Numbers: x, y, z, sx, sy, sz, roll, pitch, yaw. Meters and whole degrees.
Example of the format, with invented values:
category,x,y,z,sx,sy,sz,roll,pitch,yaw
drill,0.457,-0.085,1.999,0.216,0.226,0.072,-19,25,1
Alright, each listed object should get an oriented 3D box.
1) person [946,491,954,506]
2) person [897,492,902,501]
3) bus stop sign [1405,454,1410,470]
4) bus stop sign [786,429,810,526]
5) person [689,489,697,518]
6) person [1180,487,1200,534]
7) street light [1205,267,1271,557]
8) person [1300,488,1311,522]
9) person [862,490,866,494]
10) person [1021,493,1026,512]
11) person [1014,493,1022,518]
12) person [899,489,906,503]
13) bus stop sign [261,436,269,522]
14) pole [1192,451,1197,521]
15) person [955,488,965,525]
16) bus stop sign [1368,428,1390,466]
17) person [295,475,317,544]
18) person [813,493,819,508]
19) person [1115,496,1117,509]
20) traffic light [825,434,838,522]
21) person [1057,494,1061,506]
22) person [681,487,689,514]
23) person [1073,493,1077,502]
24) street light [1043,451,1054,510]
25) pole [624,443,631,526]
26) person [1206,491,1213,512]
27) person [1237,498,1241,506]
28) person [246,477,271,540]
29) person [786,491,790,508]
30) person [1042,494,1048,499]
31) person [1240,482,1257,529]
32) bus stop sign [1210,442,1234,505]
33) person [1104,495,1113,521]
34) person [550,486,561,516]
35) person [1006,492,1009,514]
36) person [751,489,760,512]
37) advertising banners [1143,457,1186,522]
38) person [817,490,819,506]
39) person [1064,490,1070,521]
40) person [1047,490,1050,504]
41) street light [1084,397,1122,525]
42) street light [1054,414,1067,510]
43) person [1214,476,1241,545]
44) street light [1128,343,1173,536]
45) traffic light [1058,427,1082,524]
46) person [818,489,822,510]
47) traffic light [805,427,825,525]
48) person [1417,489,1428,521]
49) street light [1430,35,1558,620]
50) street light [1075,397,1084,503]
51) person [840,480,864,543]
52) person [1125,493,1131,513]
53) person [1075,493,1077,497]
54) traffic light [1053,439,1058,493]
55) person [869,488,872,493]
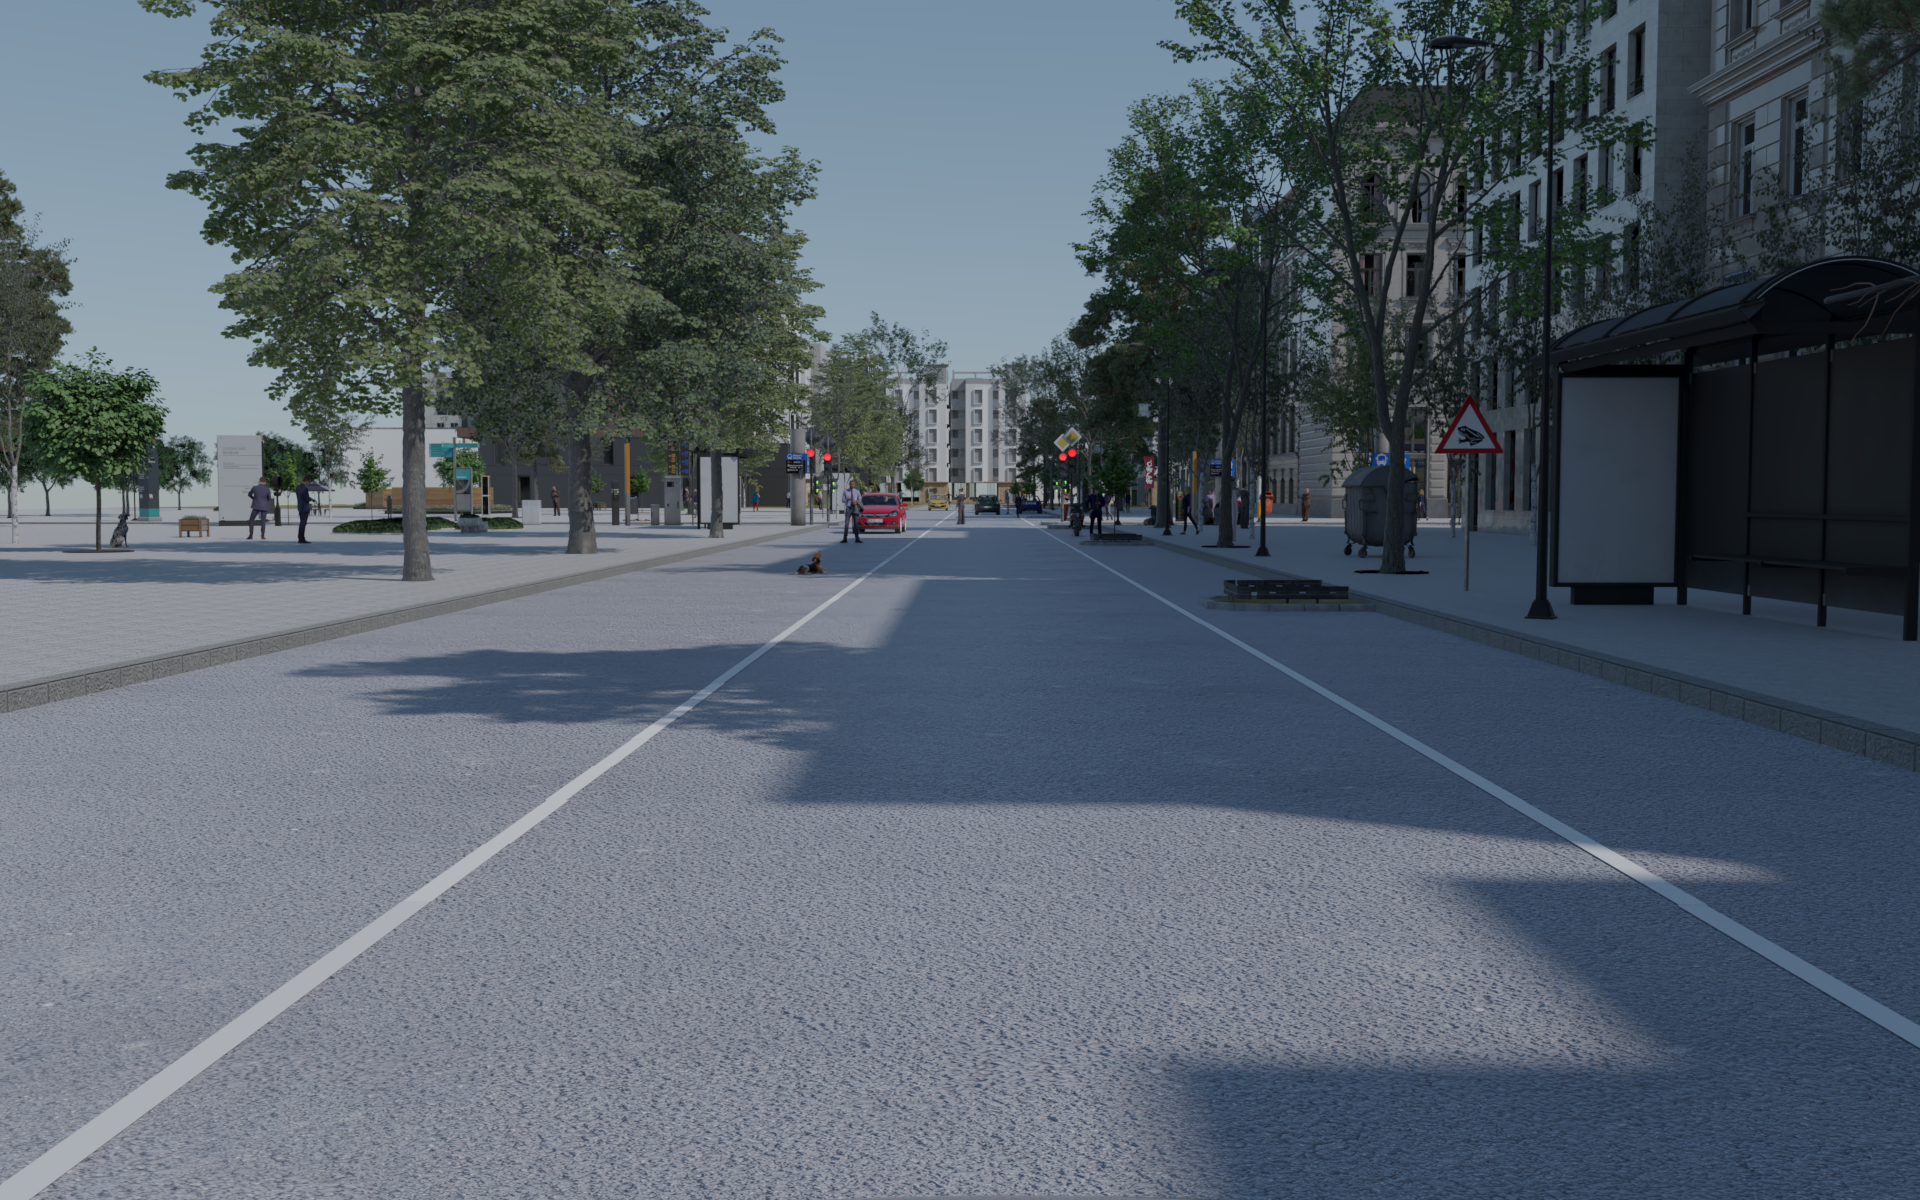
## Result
category,x,y,z,sx,sy,sz,roll,pitch,yaw
person,-1.304,-11.734,200.865,1.217,1.766,0.721,0,3,0
person,-4.313,-6.900,123.517,0.471,1.553,0.569,-2,4,-28
bus stop sign,17.913,-5.032,71.290,0.837,3.901,0.837,-1,4,-22
bus stop sign,-6.553,-4.955,70.031,0.837,3.901,0.837,0,4,3
person,-14.098,-5.113,91.851,0.569,1.553,0.471,0,4,4
person,7.276,-2.831,54.877,0.613,1.512,0.480,0,4,-1
street light,5.697,-3.852,35.522,1.470,5.913,1.316,0,4,1
person,16.083,-4.417,80.534,0.388,1.546,0.482,-3,5,-42
person,-6.591,-6.824,119.824,0.590,1.554,0.614,2,4,25
person,5.125,-7.985,140.765,0.444,1.614,0.593,0,4,-1
person,3.561,-5.778,105.511,0.480,1.512,0.613,-1,4,-18
person,-6.915,-12.167,204.966,1.348,1.826,0.705,1,4,13
bus stop sign,-31.969,-5.549,79.436,0.416,3.939,0.855,-2,4,-24
pole,11.145,-5.410,82.299,0.158,3.312,0.155,0,3,0
person,0.037,-4.413,81.454,0.445,1.727,0.742,1,4,8
bus stop sign,16.732,-4.890,68.967,0.837,3.901,0.837,0,4,6
person,-16.969,-2.355,45.003,0.683,1.767,0.568,3,5,41
person,-13.449,-9.321,161.696,1.065,1.426,0.557,-2,4,-33
person,13.129,-8.461,145.843,0.415,1.643,0.593,0,4,-2
traffic light,-6.064,-5.539,79.806,0.839,4.213,0.868,0,4,1
person,10.752,-11.153,188.481,0.705,1.812,1.348,0,4,5
person,-17.749,-6.429,111.691,0.750,1.759,0.617,-1,4,-9
person,14.410,-12.817,218.834,0.697,1.427,0.421,0,4,3
street light,6.616,-8.937,118.654,1.470,5.913,1.316,0,4,1
pole,-13.416,-4.648,69.845,0.158,3.312,0.155,0,3,0
person,12.761,-4.822,88.119,0.421,1.427,0.697,-1,4,-10
person,13.751,-4.715,85.604,0.523,1.526,0.387,-2,4,-32
person,-19.819,-2.594,48.910,0.683,1.767,0.568,-2,4,-26
person,-15.291,-8.959,154.739,0.590,1.554,0.614,-2,4,-23
person,9.440,-11.410,193.396,0.742,1.727,0.445,-2,4,-30
person,10.678,-3.500,64.073,0.742,1.727,0.445,2,4,32
bus stop sign,12.357,-5.666,81.658,0.837,3.901,0.837,3,4,38
person,7.235,-4.626,83.881,0.471,1.553,0.569,-1,4,-16
person,-23.517,-5.747,100.686,0.565,1.739,0.600,-1,4,-15
person,3.382,-6.947,124.153,0.319,1.574,0.516,0,4,4
person,-14.407,-6.991,122.057,0.444,1.614,0.593,-3,4,-37
advertising banners,9.483,-5.133,80.105,2.074,3.025,0.090,0,4,-7
person,-15.707,-11.420,193.287,0.721,1.766,1.217,1,4,13
person,5.119,-4.479,83.185,0.517,1.644,0.566,0,4,0
person,11.429,-13.311,224.231,0.434,1.755,0.990,3,5,41
street light,5.972,-6.039,71.286,1.470,5.913,1.316,0,4,1
street light,6.416,-7.847,100.842,1.470,5.913,1.316,0,4,1
person,6.766,-2.247,43.458,0.551,1.740,0.621,0,4,1
street light,5.874,-4.948,53.438,1.470,5.913,1.316,0,4,1
traffic light,4.608,-5.044,71.718,0.839,4.213,0.868,0,4,1
person,-11.179,-8.098,139.376,0.436,1.711,0.756,0,4,-5
traffic light,-6.153,-5.051,71.821,0.839,4.213,0.868,0,4,1
person,22.358,-4.593,83.676,0.613,1.512,0.480,2,4,31
street light,5.456,-2.763,17.711,1.470,5.913,1.316,0,4,1
street light,6.183,-6.736,82.683,1.470,5.913,1.316,0,4,1
person,-3.142,-2.577,50.504,0.709,1.838,0.599,-1,4,-14
person,11.691,-6.833,120.309,0.480,1.512,0.613,-1,4,-22
person,9.721,-8.295,142.358,0.565,1.739,0.600,3,4,38
traffic light,4.697,-5.533,79.703,0.839,4.213,0.868,0,4,1
person,-7.395,-8.296,142.231,0.434,1.755,0.990,-2,4,-24
